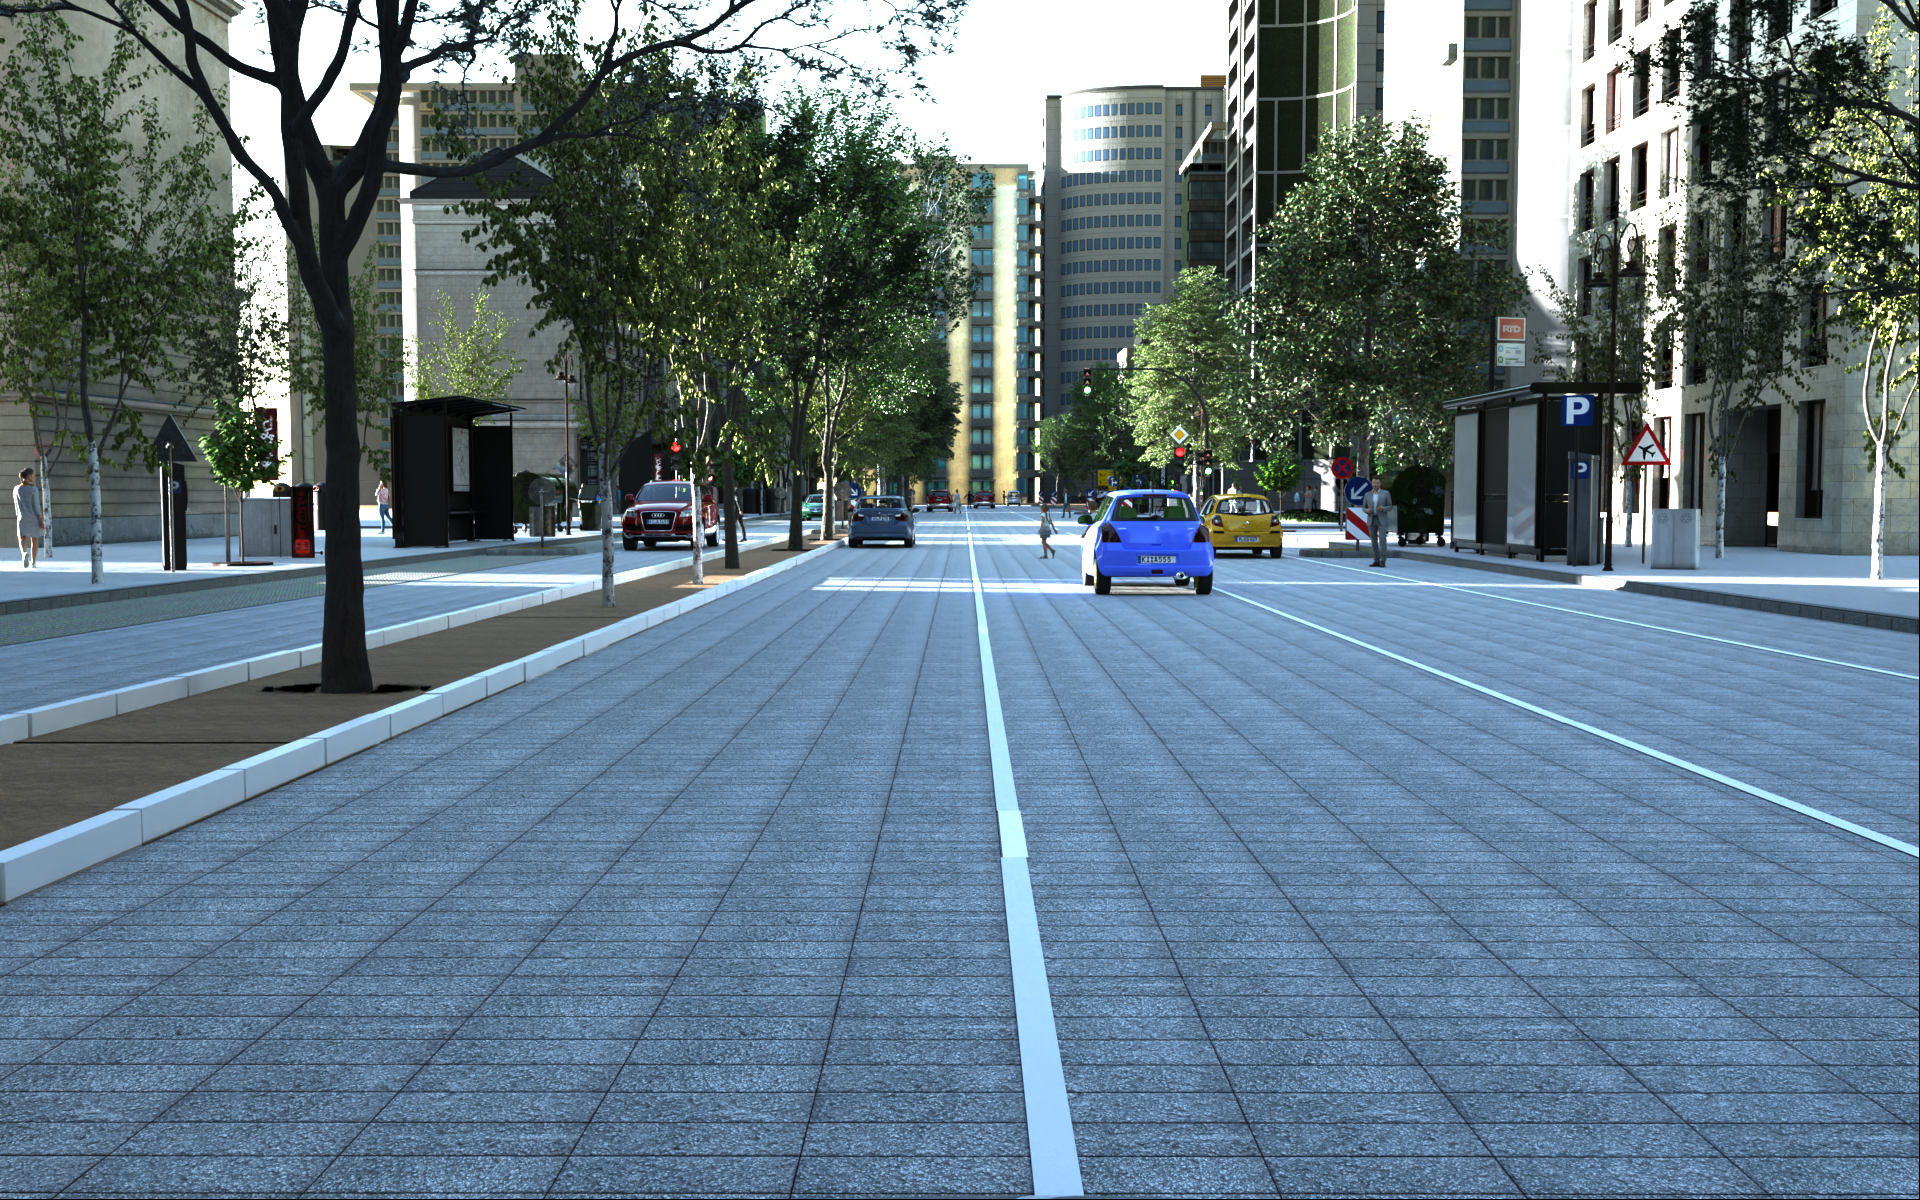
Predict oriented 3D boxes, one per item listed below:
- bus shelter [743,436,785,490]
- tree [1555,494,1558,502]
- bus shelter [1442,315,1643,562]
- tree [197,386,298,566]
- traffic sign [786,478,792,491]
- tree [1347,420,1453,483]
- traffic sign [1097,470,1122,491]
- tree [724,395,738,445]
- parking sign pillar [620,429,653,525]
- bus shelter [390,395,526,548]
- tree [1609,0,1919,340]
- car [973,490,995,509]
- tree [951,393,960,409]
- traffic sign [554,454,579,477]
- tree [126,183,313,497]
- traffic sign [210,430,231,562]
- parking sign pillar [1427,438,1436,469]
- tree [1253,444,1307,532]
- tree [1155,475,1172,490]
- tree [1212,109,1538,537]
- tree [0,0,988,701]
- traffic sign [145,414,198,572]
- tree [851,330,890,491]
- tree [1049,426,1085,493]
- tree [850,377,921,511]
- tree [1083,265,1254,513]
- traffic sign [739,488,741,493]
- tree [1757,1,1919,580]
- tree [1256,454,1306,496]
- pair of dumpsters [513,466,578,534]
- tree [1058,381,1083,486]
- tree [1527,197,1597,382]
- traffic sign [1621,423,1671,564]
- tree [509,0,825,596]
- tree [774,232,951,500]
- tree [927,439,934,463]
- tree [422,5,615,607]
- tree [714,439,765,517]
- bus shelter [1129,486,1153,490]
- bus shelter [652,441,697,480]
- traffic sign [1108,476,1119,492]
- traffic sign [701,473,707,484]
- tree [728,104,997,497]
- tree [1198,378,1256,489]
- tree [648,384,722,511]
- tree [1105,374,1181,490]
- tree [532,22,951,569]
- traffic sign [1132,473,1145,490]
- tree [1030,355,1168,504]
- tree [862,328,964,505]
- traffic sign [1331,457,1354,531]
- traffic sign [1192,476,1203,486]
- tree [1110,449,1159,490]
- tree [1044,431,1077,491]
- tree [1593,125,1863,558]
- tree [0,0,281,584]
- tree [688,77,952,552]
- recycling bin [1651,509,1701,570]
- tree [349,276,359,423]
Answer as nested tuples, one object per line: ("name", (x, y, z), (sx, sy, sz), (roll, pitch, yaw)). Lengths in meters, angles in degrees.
("bus shelter", (-13.787, -8.795, 121.428), (2.179, 5.291, 8.768), (0, 4, 0))
("tree", (25.700, -5.540, 74.288), (4.285, 4.588, 4.351), (0, 3, 0))
("bus shelter", (11.724, -3.612, 36.692), (2.179, 5.291, 8.768), (0, 4, 0))
("tree", (-12.834, -2.242, 31.252), (1.663, 3.219, 1.824), (0, 3, 0))
("traffic sign", (-13.951, -8.545, 139.809), (0.768, 2.556, 0.104), (0, 4, 5))
("tree", (19.549, -5.542, 74.331), (4.285, 4.588, 4.351), (0, 3, 0))
("traffic sign", (12.552, -9.171, 143.817), (2.265, 3.308, 0.079), (1, 4, 9))
("tree", (-17.233, -10.268, 118.240), (4.360, 8.622, 3.978), (0, 3, 0))
("parking sign pillar", (-13.431, -5.107, 71.967), (1.447, 3.967, 1.447), (0, 4, 1))
("bus shelter", (-12.720, -3.243, 44.310), (1.731, 3.624, 6.357), (0, 4, 0))
("tree", (11.609, -5.162, 18.818), (8.767, 10.594, 7.601), (1, 4, 18))
("car", (2.410, -10.033, 172.708), (2.281, 1.827, 5.304), (0, 4, -2))
("tree", (-3.872, -11.439, 107.604), (7.486, 12.596, 7.792), (0, 3, 0))
("traffic sign", (-12.713, -3.437, 55.930), (0.795, 2.593, 0.064), (0, 4, 2))
("tree", (-17.016, -5.523, 40.660), (4.360, 8.622, 3.978), (0, 3, 0))
("traffic sign", (-13.782, -1.984, 32.546), (0.768, 2.556, 0.104), (1, 4, 9))
("parking sign pillar", (18.927, -5.015, 70.472), (1.447, 3.967, 1.447), (3, 4, 36))
("tree", (10.938, -3.949, 59.171), (1.663, 3.219, 1.824), (0, 3, 0))
("tree", (16.185, -8.744, 137.566), (1.663, 3.219, 1.824), (0, 3, 0))
("tree", (12.126, -8.238, 51.698), (9.611, 12.733, 9.660), (0, 3, 0))
("tree", (-4.402, -6.063, 11.958), (12.009, 13.543, 11.850), (0, 3, 0))
("traffic sign", (-12.906, -1.733, 28.331), (0.884, 2.594, 0.081), (0, 4, 2))
("tree", (-4.444, -6.589, 60.542), (4.737, 8.622, 4.395), (0, 3, 0))
("tree", (11.292, -14.324, 184.552), (4.360, 8.622, 3.978), (0, 3, 0))
("tree", (-4.106, -8.610, 93.595), (4.360, 8.622, 3.978), (0, 3, 0))
("tree", (11.565, -10.291, 86.389), (7.486, 12.596, 7.792), (0, 3, 0))
("traffic sign", (-13.350, -6.424, 105.146), (0.768, 2.556, 0.104), (1, 4, 10))
("tree", (14.005, -4.609, 25.716), (4.737, 8.622, 4.395), (0, 3, 0))
("tree", (21.389, -8.025, 114.918), (4.285, 4.588, 4.351), (0, 3, 0))
("pair of dumpsters", (-14.009, -3.395, 58.002), (1.574, 2.255, 4.437), (0, 3, 0))
("tree", (12.638, -14.438, 154.193), (7.486, 12.596, 7.792), (0, 3, 0))
("tree", (16.001, -5.592, 41.799), (4.360, 8.622, 3.978), (0, 3, 0))
("traffic sign", (12.634, -1.953, 31.935), (0.884, 2.594, 0.081), (0, 4, 8))
("tree", (-4.115, -4.534, 26.952), (4.737, 8.622, 4.395), (0, 3, 0))
("tree", (-4.450, -9.422, 74.629), (7.486, 12.596, 7.792), (0, 3, 0))
("tree", (-3.828, -11.358, 138.523), (4.360, 8.622, 3.978), (0, 3, 0))
("tree", (-4.386, -4.189, 21.312), (4.737, 8.622, 4.395), (0, 3, 0))
("tree", (-12.876, -7.033, 98.699), (4.285, 4.588, 4.351), (0, 3, 0))
("bus shelter", (12.296, -7.863, 119.839), (1.731, 3.624, 6.357), (0, 4, 0))
("bus shelter", (-13.037, -5.335, 78.512), (1.731, 3.624, 6.357), (0, 3, 0))
("traffic sign", (10.945, -7.562, 123.751), (0.768, 2.556, 0.104), (0, 4, 5))
("traffic sign", (-13.868, -5.714, 93.532), (0.768, 2.556, 0.104), (0, 4, 4))
("tree", (-5.042, -13.834, 84.527), (12.611, 20.169, 13.585), (0, 3, 0))
("tree", (16.805, -9.594, 107.225), (4.737, 8.622, 4.395), (0, 3, 0))
("tree", (-18.035, -9.951, 113.065), (4.360, 8.622, 3.978), (0, 3, 0))
("tree", (10.861, -9.192, 100.650), (4.360, 8.622, 3.978), (0, 3, 0))
("tree", (-4.332, -5.889, 33.150), (8.767, 10.594, 7.601), (0, 4, 0))
("traffic sign", (10.917, -6.465, 105.803), (0.768, 2.556, 0.104), (0, 4, 7))
("tree", (11.887, -12.562, 131.147), (9.928, 11.665, 9.643), (0, 3, 0))
("tree", (-4.141, -13.581, 131.166), (9.857, 13.997, 8.962), (0, 3, 0))
("traffic sign", (13.084, -3.623, 59.344), (0.768, 2.556, 0.104), (0, 4, 3))
("traffic sign", (12.990, -5.667, 94.780), (0.606, 2.300, 0.079), (1, 4, 9))
("tree", (11.120, -7.643, 108.675), (4.285, 4.588, 4.351), (0, 3, 0))
("tree", (11.501, -14.736, 191.302), (4.737, 8.622, 4.395), (0, 3, 0))
("tree", (15.478, -5.145, 34.491), (4.360, 8.622, 3.978), (0, 3, 0))
("tree", (-12.139, -4.543, 24.642), (4.737, 8.622, 4.395), (0, 3, 0))
("tree", (-4.018, -7.022, 43.022), (9.928, 11.665, 9.643), (0, 3, 0))
("recycling bin", (12.306, -1.054, 29.779), (0.722, 1.027, 0.722), (2, 4, 28))
("tree", (-16.726, -5.910, 46.987), (4.737, 8.622, 4.395), (0, 3, 0))
